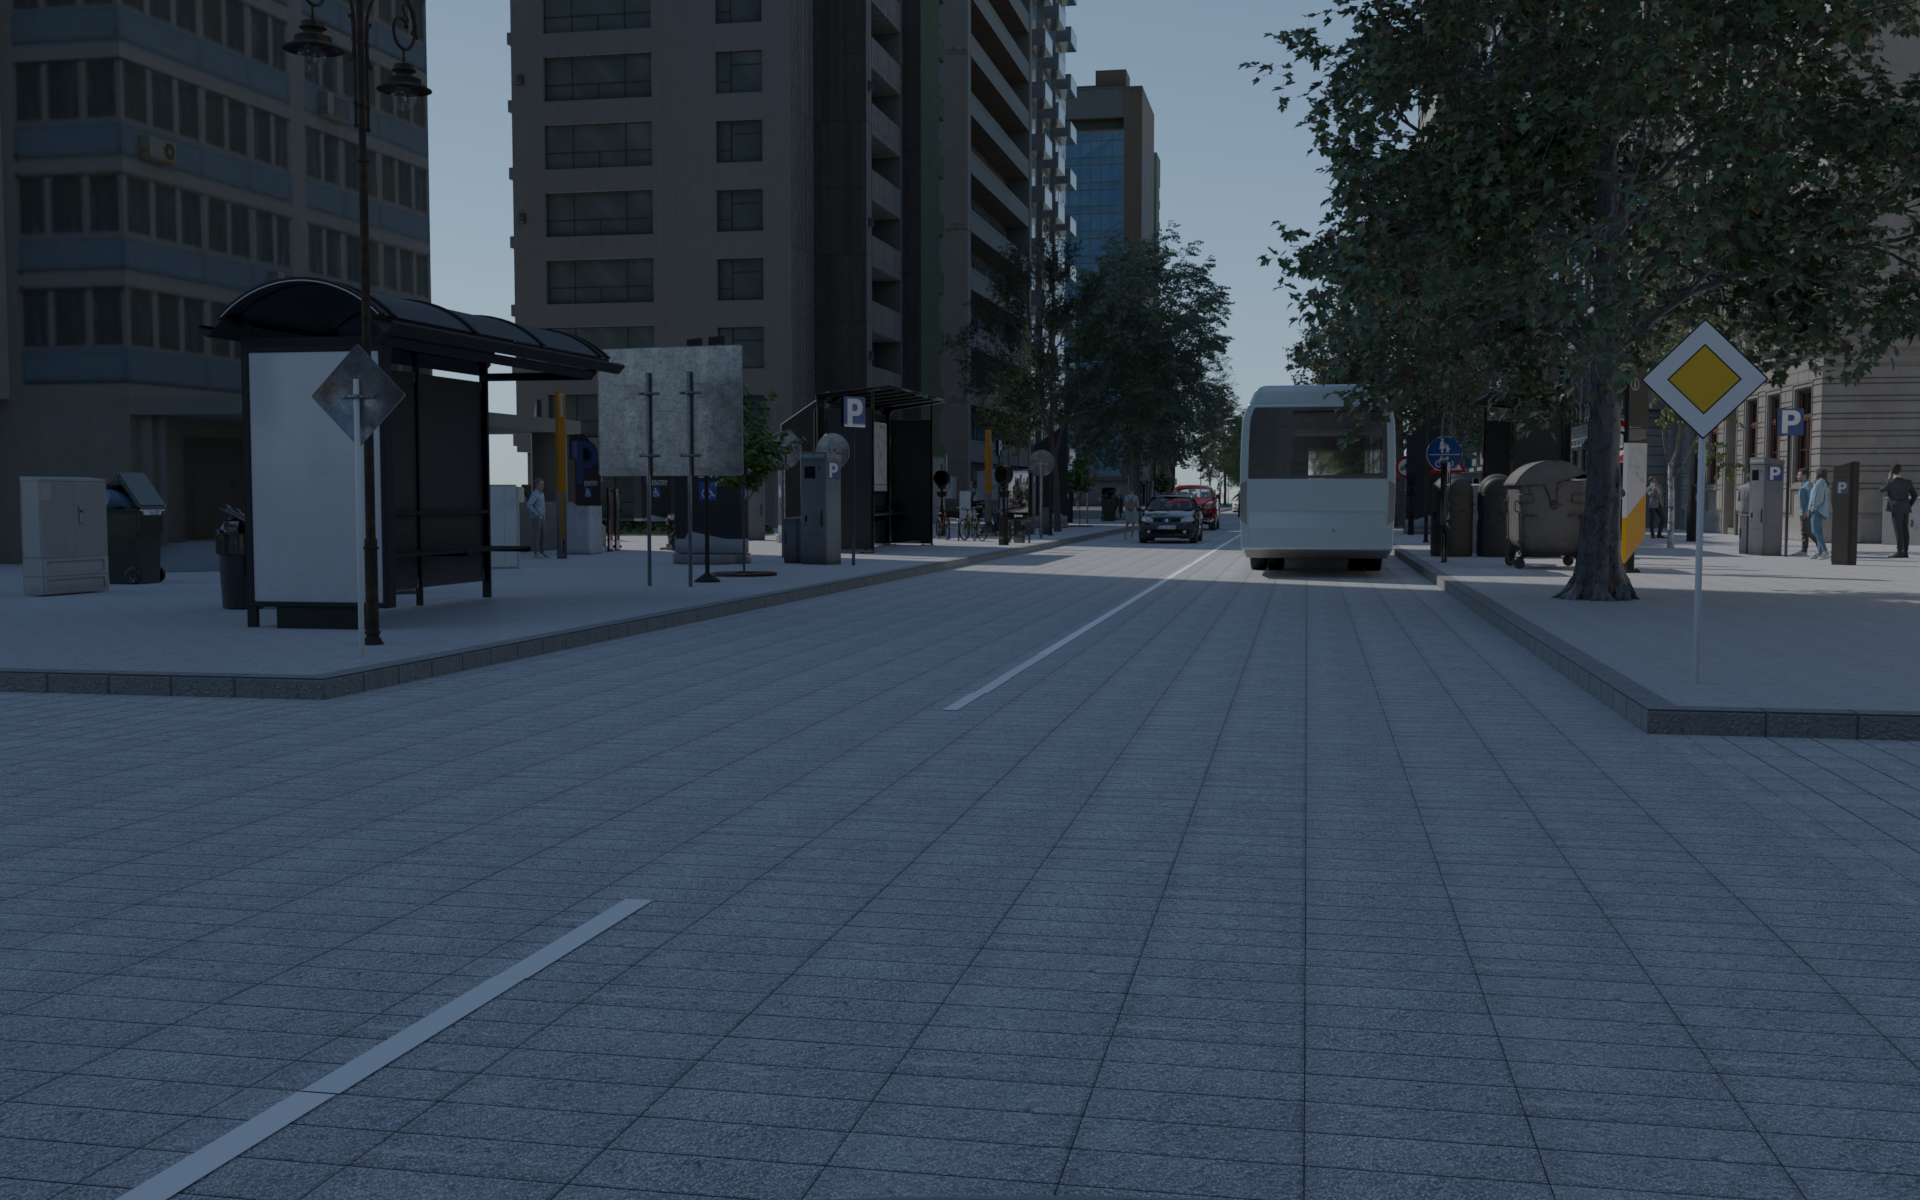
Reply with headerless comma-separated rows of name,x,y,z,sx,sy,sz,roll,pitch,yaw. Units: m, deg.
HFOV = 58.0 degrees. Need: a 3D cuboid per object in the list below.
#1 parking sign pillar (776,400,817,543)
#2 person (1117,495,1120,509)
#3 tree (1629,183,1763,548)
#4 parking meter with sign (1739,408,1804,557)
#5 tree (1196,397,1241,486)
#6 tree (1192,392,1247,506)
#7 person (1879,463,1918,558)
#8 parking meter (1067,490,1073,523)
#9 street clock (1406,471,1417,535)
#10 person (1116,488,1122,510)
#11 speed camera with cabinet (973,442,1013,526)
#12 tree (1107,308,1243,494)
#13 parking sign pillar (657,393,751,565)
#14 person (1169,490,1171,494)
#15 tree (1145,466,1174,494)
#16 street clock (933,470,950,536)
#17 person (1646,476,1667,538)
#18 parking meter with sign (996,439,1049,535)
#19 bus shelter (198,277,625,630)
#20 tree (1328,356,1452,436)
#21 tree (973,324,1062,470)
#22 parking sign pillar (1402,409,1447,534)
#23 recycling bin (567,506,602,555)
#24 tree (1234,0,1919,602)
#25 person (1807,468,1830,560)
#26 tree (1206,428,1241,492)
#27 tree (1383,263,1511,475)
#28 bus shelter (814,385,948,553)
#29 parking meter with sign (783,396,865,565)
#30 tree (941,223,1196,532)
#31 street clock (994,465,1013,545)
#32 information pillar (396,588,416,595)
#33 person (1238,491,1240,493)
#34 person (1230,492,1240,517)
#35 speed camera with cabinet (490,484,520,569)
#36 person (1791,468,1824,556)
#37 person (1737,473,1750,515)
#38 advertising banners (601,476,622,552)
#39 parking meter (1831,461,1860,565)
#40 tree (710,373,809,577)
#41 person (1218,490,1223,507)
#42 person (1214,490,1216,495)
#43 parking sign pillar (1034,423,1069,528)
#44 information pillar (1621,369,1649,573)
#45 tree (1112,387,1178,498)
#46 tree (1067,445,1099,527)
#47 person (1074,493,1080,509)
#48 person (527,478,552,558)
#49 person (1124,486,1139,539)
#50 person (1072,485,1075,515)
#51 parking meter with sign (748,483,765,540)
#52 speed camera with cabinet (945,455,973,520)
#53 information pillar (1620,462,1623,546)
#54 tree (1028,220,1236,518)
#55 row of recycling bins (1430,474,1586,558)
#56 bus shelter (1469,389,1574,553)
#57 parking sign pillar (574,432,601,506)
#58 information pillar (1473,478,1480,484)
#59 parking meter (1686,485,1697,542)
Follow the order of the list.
parking sign pillar,-4.121,-3.495,45.610,1.447,3.967,1.447,-1,4,-21
person,14.022,-8.816,153.449,0.557,1.426,1.065,-1,4,-13
tree,16.839,-5.523,40.656,4.737,8.622,4.395,0,3,0
parking meter with sign,16.847,-2.439,36.134,0.543,3.016,1.738,0,4,-2
tree,21.534,-13.228,150.693,7.601,10.594,8.767,-2,4,-25
tree,28.958,-16.661,190.541,7.486,12.596,7.792,0,3,0
person,18.825,-1.798,34.795,0.648,1.900,0.474,-1,4,-15
parking meter,4.865,-4.220,77.415,0.372,1.533,0.369,0,3,0
street clock,14.124,-3.036,54.205,0.358,2.002,0.471,1,4,12
person,12.212,-7.848,135.091,0.721,1.736,1.217,-3,5,-39
speed camera with cabinet,1.578,-4.380,65.955,2.038,3.252,0.660,-3,5,-41
tree,13.751,-12.330,111.961,12.009,13.543,11.850,0,3,0
parking sign pillar,-4.596,-2.661,31.985,1.447,3.967,1.447,1,4,12
person,24.647,-12.032,202.628,0.709,1.838,0.599,2,4,32
tree,12.188,-6.712,104.336,1.663,3.219,1.824,0,3,0
street clock,-0.551,-2.940,52.638,0.471,2.002,0.358,1,4,20
person,20.170,-2.686,50.144,0.592,1.802,0.473,0,4,-2
parking meter with sign,2.042,-3.592,54.994,1.738,3.016,0.543,1,4,14
bus shelter,-5.645,-1.526,18.881,2.014,3.302,5.546,1,4,11
tree,19.367,-8.877,79.543,7.601,10.594,8.767,1,4,18
tree,2.309,-7.537,73.588,4.737,8.622,4.395,0,3,0
parking sign pillar,14.990,-4.108,55.638,1.447,3.967,1.447,-3,4,-39
recycling bin,-8.105,-1.496,37.007,0.722,1.027,0.722,1,4,9
tree,7.920,-6.355,20.909,9.611,12.733,9.660,0,3,0
person,16.905,-1.696,34.031,0.793,1.790,0.793,0,4,0
tree,27.205,-14.014,179.484,4.737,8.622,4.395,0,3,0
tree,14.055,-6.021,48.811,4.360,8.622,3.978,0,3,0
bus shelter,-1.760,-3.008,40.470,1.731,3.624,6.357,1,4,11
parking meter with sign,-2.534,-2.162,31.610,1.738,3.016,0.543,3,5,41
tree,3.396,-7.626,59.098,8.767,10.594,7.601,0,4,6
street clock,1.097,-2.373,43.375,0.358,2.002,0.471,-3,5,-40
information pillar,-7.168,-1.083,22.202,0.304,2.012,0.304,-2,4,-31
person,34.598,-12.745,215.226,0.445,1.727,0.742,-1,4,-10
person,17.430,-6.047,107.357,1.348,1.826,0.705,1,4,17
speed camera with cabinet,-8.605,-2.157,29.595,2.038,3.252,0.660,-1,4,-17
person,17.676,-1.832,36.016,0.620,1.820,0.660,1,4,13
person,19.722,-2.260,43.190,0.583,1.804,0.606,-3,4,-37
advertising banners,-7.793,-2.591,38.558,0.090,3.025,2.074,0,4,0
parking meter,15.980,-1.564,31.287,0.255,1.863,0.399,-2,4,-32
tree,-3.492,-1.997,27.258,1.663,3.219,1.824,0,3,0
person,26.726,-10.516,178.661,0.721,1.739,1.217,-2,4,-31
person,30.355,-12.229,206.002,0.705,1.822,1.348,0,4,-2
parking sign pillar,3.385,-4.709,65.460,1.447,3.967,1.447,-1,4,-15
information pillar,10.974,-2.252,28.178,0.504,3.616,0.183,-2,4,-30
tree,10.870,-9.082,98.857,4.360,8.622,3.978,0,3,0
tree,4.826,-4.506,68.266,1.663,3.219,1.824,0,3,0
person,9.965,-8.447,147.383,0.421,1.427,0.697,2,4,24
person,-8.453,-1.645,34.751,0.330,1.601,0.589,1,4,21
person,5.427,-2.777,54.912,0.512,1.701,0.522,1,4,14
person,6.981,-6.240,107.999,0.705,1.831,1.348,0,4,7
parking meter with sign,-5.785,-3.173,48.142,1.738,3.016,0.543,-1,4,-9
speed camera with cabinet,0.046,-5.693,87.411,2.038,3.252,0.660,1,4,23
information pillar,11.684,-1.598,30.612,0.304,2.012,0.304,-3,4,-38
tree,8.118,-10.668,81.081,9.857,13.997,8.962,0,3,0
row of recycling bins,11.480,-1.734,35.471,3.534,1.692,1.069,0,4,6
bus shelter,13.174,-3.036,40.919,1.731,3.624,6.357,1,4,11
parking sign pillar,-13.792,-4.587,63.477,1.447,3.967,1.447,2,4,32
information pillar,23.371,-4.524,78.460,0.304,2.012,0.304,1,4,14
parking meter,19.829,-2.346,46.767,0.372,1.533,0.369,0,3,0
